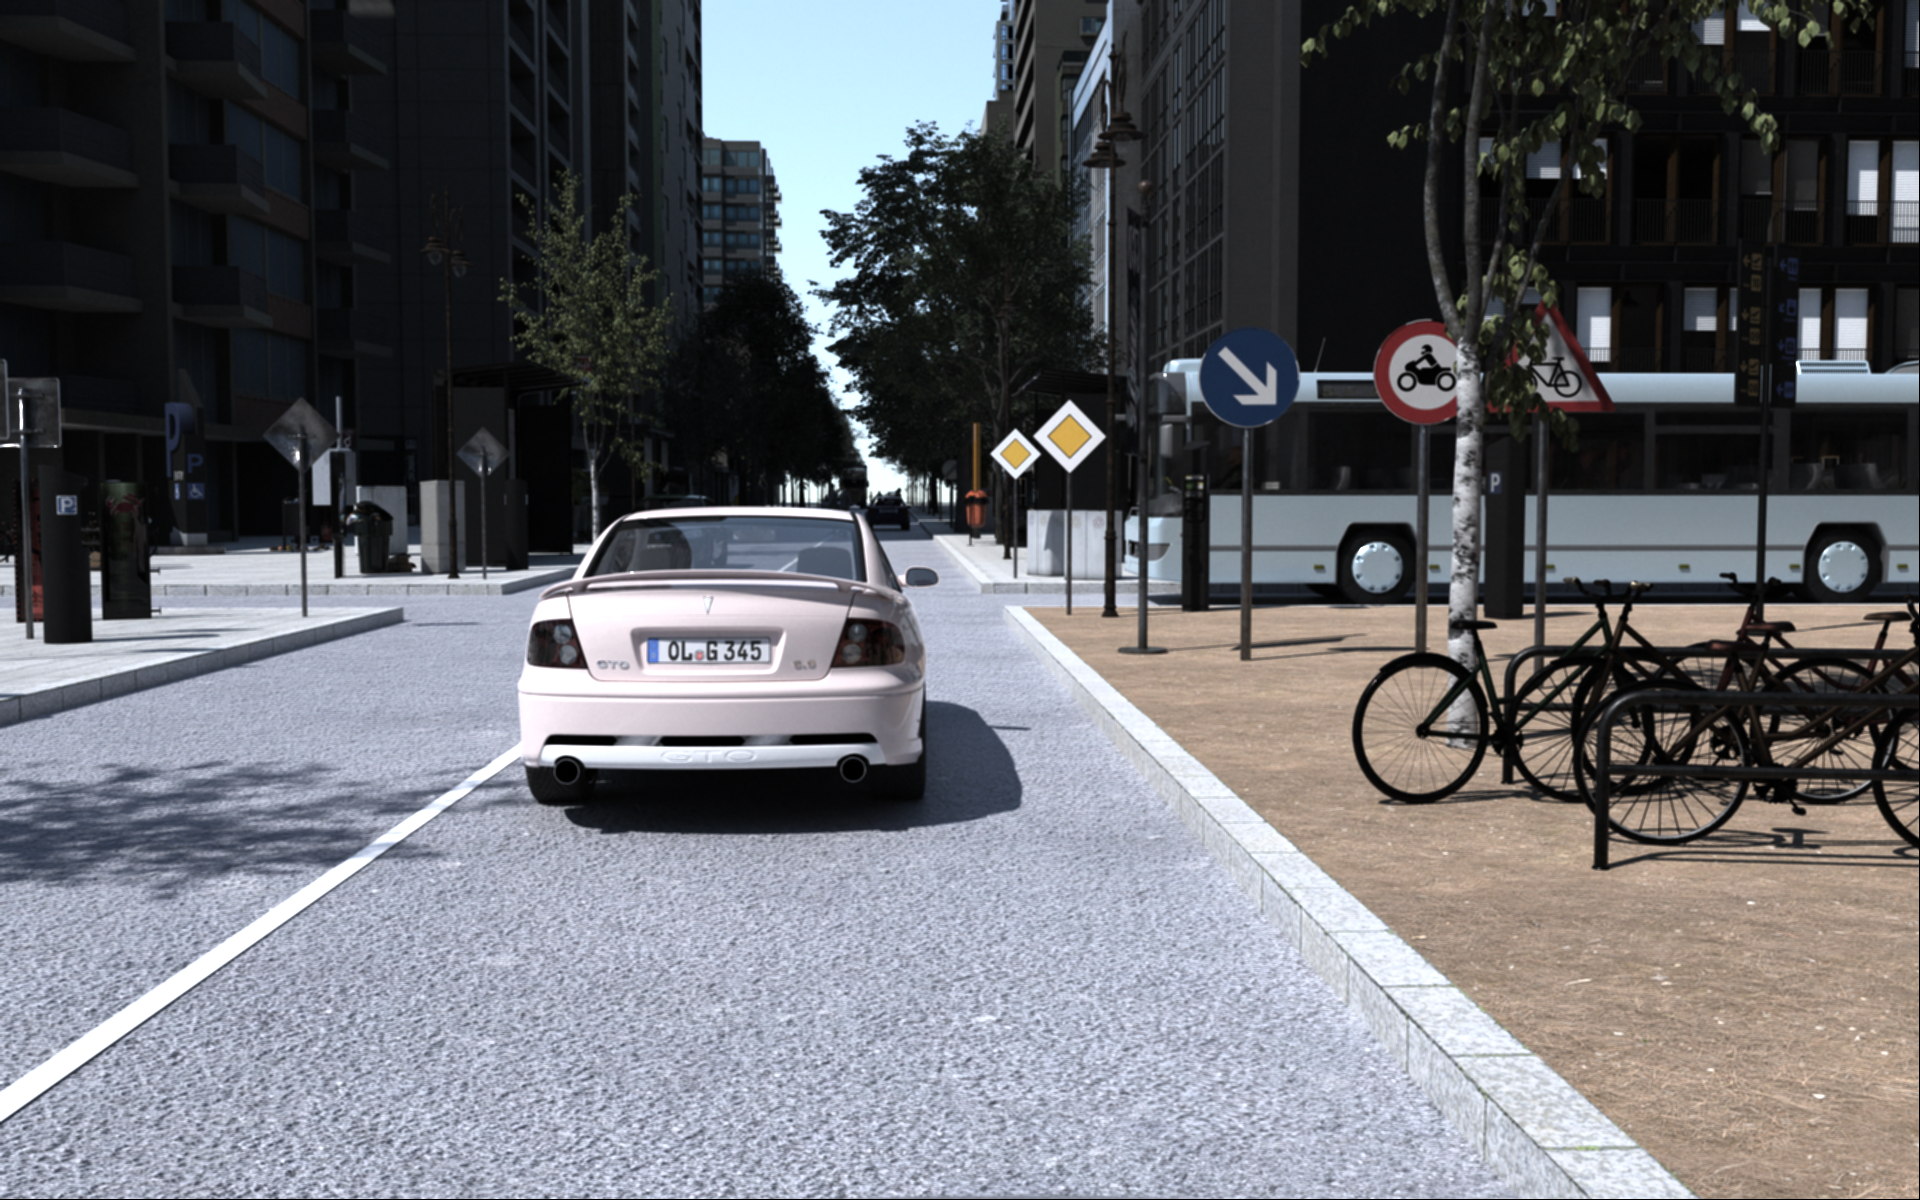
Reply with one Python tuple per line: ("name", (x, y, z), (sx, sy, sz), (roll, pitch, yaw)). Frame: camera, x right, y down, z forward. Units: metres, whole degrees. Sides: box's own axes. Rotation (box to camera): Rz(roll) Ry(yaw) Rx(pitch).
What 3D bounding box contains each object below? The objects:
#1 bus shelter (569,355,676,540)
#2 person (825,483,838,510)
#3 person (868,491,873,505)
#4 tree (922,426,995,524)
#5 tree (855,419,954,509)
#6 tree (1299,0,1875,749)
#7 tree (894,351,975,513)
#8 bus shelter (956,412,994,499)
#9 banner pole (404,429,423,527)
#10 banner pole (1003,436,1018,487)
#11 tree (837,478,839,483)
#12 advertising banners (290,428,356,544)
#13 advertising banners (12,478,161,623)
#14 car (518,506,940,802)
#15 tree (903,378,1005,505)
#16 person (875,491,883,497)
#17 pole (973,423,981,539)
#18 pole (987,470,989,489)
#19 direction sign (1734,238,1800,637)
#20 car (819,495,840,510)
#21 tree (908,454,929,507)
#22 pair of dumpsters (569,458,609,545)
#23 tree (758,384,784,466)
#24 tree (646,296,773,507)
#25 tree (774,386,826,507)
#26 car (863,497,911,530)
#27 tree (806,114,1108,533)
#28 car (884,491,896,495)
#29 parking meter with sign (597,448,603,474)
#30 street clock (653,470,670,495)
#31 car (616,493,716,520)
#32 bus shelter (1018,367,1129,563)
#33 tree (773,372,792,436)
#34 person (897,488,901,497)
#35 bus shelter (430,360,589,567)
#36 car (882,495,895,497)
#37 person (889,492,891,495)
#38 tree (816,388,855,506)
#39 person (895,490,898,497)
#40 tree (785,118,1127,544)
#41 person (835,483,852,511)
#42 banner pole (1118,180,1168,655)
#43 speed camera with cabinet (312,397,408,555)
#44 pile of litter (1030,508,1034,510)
("bus shelter", (-10.321, -4.601, 52.864), (2.179, 5.291, 8.768), (0, 4, -2))
("person", (-4.550, -3.244, 61.668), (0.853, 1.813, 0.709), (0, 4, 1))
("person", (-11.966, -13.678, 232.149), (0.705, 1.823, 1.348), (-2, 4, -23))
("tree", (0.072, -5.586, 75.046), (4.285, 4.588, 4.351), (0, 3, 0))
("tree", (-2.594, -14.734, 151.271), (12.009, 13.543, 11.850), (0, 3, 0))
("tree", (2.789, -3.556, 8.509), (4.737, 8.622, 4.395), (0, 3, 0))
("tree", (-1.770, -11.649, 116.215), (9.928, 11.665, 9.643), (0, 3, 0))
("bus shelter", (0.718, -6.413, 82.479), (2.179, 5.291, 8.768), (0, 4, -2))
("banner pole", (-20.980, -4.696, 66.789), (0.863, 3.779, 0.401), (-1, 4, -17))
("banner pole", (2.090, -5.058, 72.714), (0.863, 3.779, 0.401), (2, 4, 25))
("tree", (-16.297, -17.733, 240.288), (4.360, 8.622, 3.978), (0, 3, 0))
("advertising banners", (-16.614, -3.003, 45.292), (0.090, 3.025, 2.074), (2, 4, 31))
("advertising banners", (-9.161, -1.291, 17.291), (2.074, 3.025, 0.090), (-2, 4, -28))
("car", (-1.136, 0.177, 9.474), (2.083, 1.381, 4.827), (0, 4, -2))
("tree", (-0.251, -8.511, 89.510), (4.360, 8.622, 3.978), (0, 3, 0))
("person", (-7.500, -9.287, 161.067), (1.217, 1.736, 0.721), (0, 4, -1))
("pole", (0.489, -3.417, 49.717), (0.158, 3.312, 0.155), (0, 3, 0))
("pole", (1.487, -6.132, 94.104), (0.158, 3.312, 0.155), (0, 3, 0))
("direction sign", (7.273, -1.447, 15.660), (0.876, 3.537, 0.379), (-2, 4, -32))
("car", (-8.939, -6.772, 122.729), (2.014, 1.417, 4.499), (0, 4, -1))
("tree", (-3.348, -13.589, 172.547), (4.737, 8.622, 4.395), (0, 3, 0))
("pair of dumpsters", (-10.391, -2.646, 45.762), (1.574, 2.255, 4.437), (0, 4, -2))
("tree", (-12.534, -11.998, 130.584), (8.767, 10.594, 7.601), (0, 4, 2))
("tree", (-9.901, -6.983, 64.534), (4.360, 8.622, 3.978), (0, 3, 0))
("tree", (-10.684, -9.586, 107.097), (4.737, 8.622, 4.395), (0, 3, 0))
("car", (-2.939, -3.502, 69.843), (1.945, 1.354, 3.894), (0, 4, -4))
("tree", (0.007, -9.230, 57.567), (9.857, 13.997, 8.962), (0, 3, 0))
("car", (-9.611, -14.517, 246.022), (2.281, 1.827, 5.304), (0, 4, -3))
("parking meter with sign", (-13.538, -4.075, 62.887), (1.738, 3.016, 0.543), (-3, 5, -42))
("street clock", (-8.806, -2.849, 51.152), (0.471, 2.002, 0.358), (0, 4, -7))
("car", (-5.469, -1.423, 33.057), (2.009, 1.686, 4.222), (0, 4, -1))
("bus shelter", (2.261, -2.688, 35.230), (1.731, 3.624, 6.357), (0, 4, -2))
("tree", (-9.297, -7.406, 71.448), (4.360, 8.622, 3.978), (0, 3, 0))
("person", (-3.736, -6.054, 107.496), (0.705, 1.823, 1.348), (0, 4, 3))
("bus shelter", (-8.534, -2.574, 33.371), (1.731, 3.624, 6.357), (0, 4, -2))
("car", (-5.640, -7.701, 138.499), (1.945, 1.354, 3.894), (0, 4, -3))
("person", (-9.722, -13.876, 236.191), (0.721, 1.723, 1.217), (-1, 4, -14))
("tree", (-15.242, -17.255, 192.494), (12.009, 13.543, 11.850), (0, 3, 0))
("person", (-4.603, -7.360, 129.663), (0.721, 1.723, 1.217), (1, 4, 19))
("tree", (0.734, -6.707, 44.066), (7.601, 10.594, 8.767), (-2, 4, -27))
("person", (-3.865, -2.978, 57.371), (0.473, 1.802, 0.592), (-1, 4, -20))
("banner pole", (1.406, -1.449, 13.704), (0.401, 3.779, 0.863), (1, 4, 19))
("speed camera with cabinet", (-12.445, -2.545, 35.939), (0.660, 3.252, 2.038), (2, 4, 28))
("pile of litter", (2.408, -2.508, 54.965), (1.176, 0.858, 1.719), (-2, 4, -34))
